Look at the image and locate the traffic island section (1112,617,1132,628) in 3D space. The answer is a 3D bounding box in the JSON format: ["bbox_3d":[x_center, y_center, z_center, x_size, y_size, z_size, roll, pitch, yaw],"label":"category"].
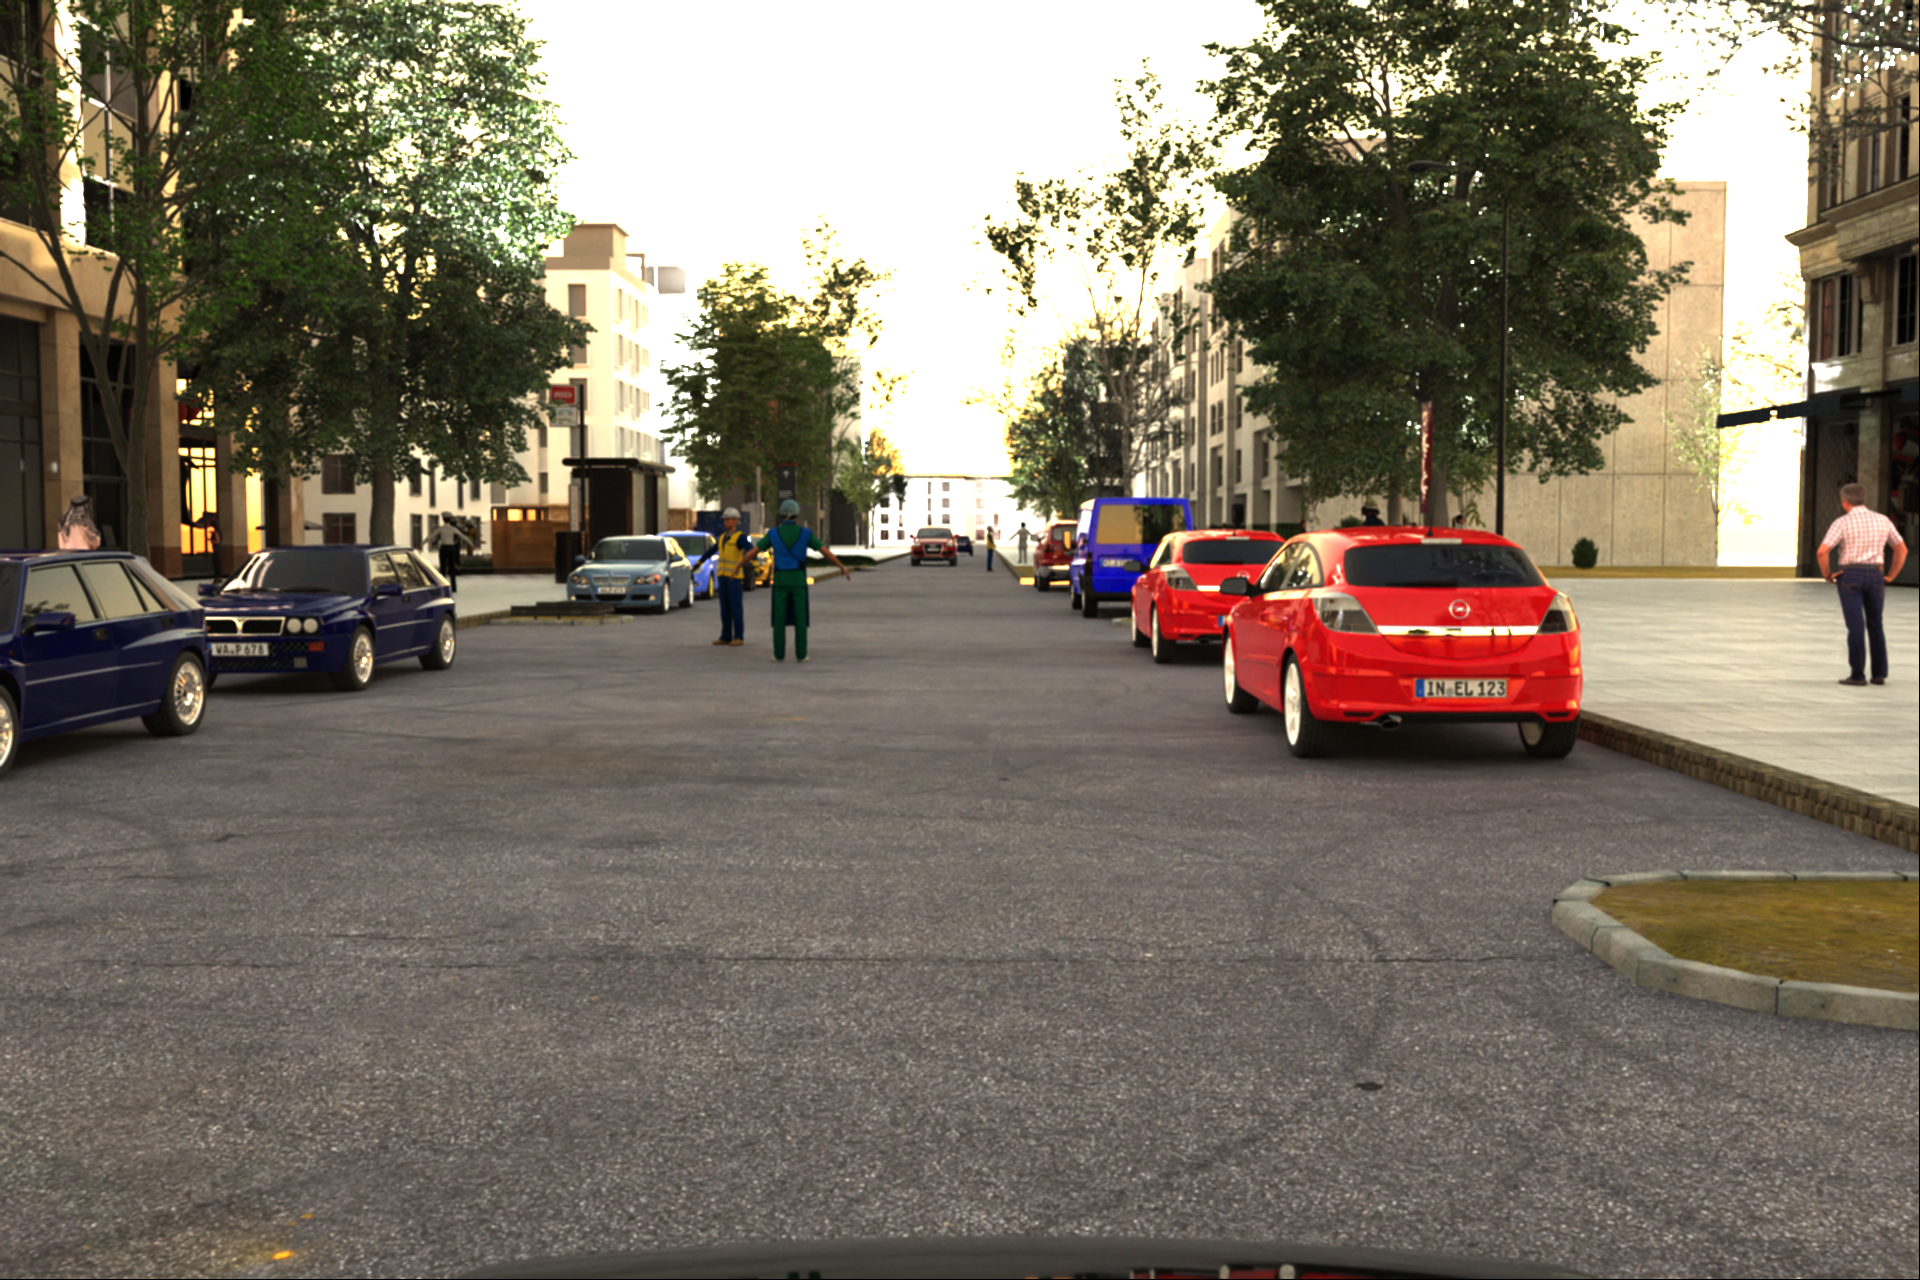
[{"bbox_3d":[3.394,-0.260,27.117,1.991,0.108,1.994,0,4,1],"label":"traffic island section"}]

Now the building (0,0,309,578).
[{"bbox_3d":[-32.112,-16.568,37.109,22.709,31.103,35.509,0,4,1],"label":"building"}]

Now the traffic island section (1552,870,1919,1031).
[{"bbox_3d":[3.157,1.034,5.953,1.991,0.108,1.994,0,4,1],"label":"traffic island section"}]

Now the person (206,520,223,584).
[{"bbox_3d":[-19.035,-2.243,44.188,0.593,1.643,0.415,2,4,33],"label":"person"}]

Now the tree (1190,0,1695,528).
[{"bbox_3d":[9.236,-7.769,33.686,9.857,13.997,8.962,0,3,0],"label":"tree"}]

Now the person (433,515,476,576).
[{"bbox_3d":[-15.539,-2.898,53.162,1.354,1.856,0.705,0,4,3],"label":"person"}]

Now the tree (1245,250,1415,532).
[{"bbox_3d":[8.688,-5.715,43.797,4.360,8.622,3.978,0,3,0],"label":"tree"}]

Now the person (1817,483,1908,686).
[{"bbox_3d":[7.620,-0.474,14.725,0.756,1.711,0.436,0,4,7],"label":"person"}]

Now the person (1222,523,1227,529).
[{"bbox_3d":[12.577,-4.661,82.338,1.348,1.813,0.705,-3,4,-36],"label":"person"}]

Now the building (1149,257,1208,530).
[{"bbox_3d":[22.871,-15.455,119.152,16.747,18.905,31.486,0,4,1],"label":"building"}]

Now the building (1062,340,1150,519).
[{"bbox_3d":[25.531,-21.669,198.260,27.936,21.610,32.646,0,4,1],"label":"building"}]

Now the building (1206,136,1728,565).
[{"bbox_3d":[22.716,-13.422,85.902,16.747,18.905,31.486,0,4,1],"label":"building"}]

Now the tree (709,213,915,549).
[{"bbox_3d":[-9.029,-15.248,105.188,12.611,20.169,13.585,0,3,0],"label":"tree"}]

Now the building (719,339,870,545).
[{"bbox_3d":[-25.198,-21.556,196.416,27.936,21.610,32.646,0,4,1],"label":"building"}]

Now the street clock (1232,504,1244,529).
[{"bbox_3d":[6.620,-2.246,41.298,0.358,2.002,0.471,0,4,0],"label":"street clock"}]

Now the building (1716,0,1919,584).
[{"bbox_3d":[26.360,-17.826,37.565,12.429,33.558,17.177,0,4,0],"label":"building"}]

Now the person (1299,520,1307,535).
[{"bbox_3d":[13.127,-3.666,66.082,0.704,1.812,1.346,0,4,6],"label":"person"}]

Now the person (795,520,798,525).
[{"bbox_3d":[-5.053,-2.874,53.792,0.721,1.733,1.217,-2,4,-30],"label":"person"}]

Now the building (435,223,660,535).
[{"bbox_3d":[-25.834,-15.302,106.611,16.016,20.090,11.380,0,4,1],"label":"building"}]

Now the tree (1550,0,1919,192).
[{"bbox_3d":[9.090,-6.259,12.700,12.009,13.543,11.850,0,3,0],"label":"tree"}]

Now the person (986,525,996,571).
[{"bbox_3d":[1.234,-3.518,66.443,0.721,1.772,1.216,0,4,-6],"label":"person"}]

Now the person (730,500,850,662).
[{"bbox_3d":[-1.906,-0.663,19.422,1.347,1.817,0.704,0,4,-5],"label":"person"}]

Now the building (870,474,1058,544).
[{"bbox_3d":[0.109,-18.378,245.085,28.070,9.664,9.099,0,4,-8],"label":"building"}]

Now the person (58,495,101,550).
[{"bbox_3d":[-10.327,-0.833,20.330,0.551,1.740,0.621,1,4,11],"label":"person"}]

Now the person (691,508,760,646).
[{"bbox_3d":[-3.010,-0.819,22.320,1.216,1.772,0.721,3,4,39],"label":"person"}]

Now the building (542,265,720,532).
[{"bbox_3d":[-24.030,-16.315,123.170,16.016,20.090,11.380,0,4,1],"label":"building"}]

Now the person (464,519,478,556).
[{"bbox_3d":[-18.901,-3.726,66.694,0.705,1.858,1.354,-2,4,-24],"label":"person"}]

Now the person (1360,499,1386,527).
[{"bbox_3d":[6.550,-1.339,27.766,1.351,1.845,0.704,-3,5,-43],"label":"person"}]

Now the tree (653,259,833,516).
[{"bbox_3d":[-9.266,-9.424,72.211,7.486,12.596,7.792,0,3,0],"label":"tree"}]

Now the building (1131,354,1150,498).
[{"bbox_3d":[22.822,-19.674,178.087,16.016,20.090,11.380,0,4,1],"label":"building"}]

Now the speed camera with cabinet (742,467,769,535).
[{"bbox_3d":[-6.072,-3.494,51.468,0.660,3.252,2.038,0,4,2],"label":"speed camera with cabinet"}]

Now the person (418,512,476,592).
[{"bbox_3d":[-11.297,-1.938,38.148,1.216,1.778,0.721,-1,4,-18],"label":"person"}]

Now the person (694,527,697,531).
[{"bbox_3d":[-7.667,-2.769,51.200,1.347,1.837,0.705,3,4,36],"label":"person"}]

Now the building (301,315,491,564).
[{"bbox_3d":[-25.922,-8.390,79.321,9.099,9.664,28.070,0,4,0],"label":"building"}]

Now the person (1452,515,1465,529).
[{"bbox_3d":[11.826,-2.072,40.708,0.721,1.735,1.217,1,4,12],"label":"person"}]

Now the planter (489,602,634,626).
[{"bbox_3d":[-6.369,-0.423,28.064,1.991,0.319,1.994,0,4,1],"label":"planter"}]

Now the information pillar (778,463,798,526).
[{"bbox_3d":[-6.301,-4.527,63.389,0.750,3.857,0.750,0,4,2],"label":"information pillar"}]

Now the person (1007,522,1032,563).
[{"bbox_3d":[2.744,-4.268,75.966,1.347,1.806,0.705,-1,4,-19],"label":"person"}]
